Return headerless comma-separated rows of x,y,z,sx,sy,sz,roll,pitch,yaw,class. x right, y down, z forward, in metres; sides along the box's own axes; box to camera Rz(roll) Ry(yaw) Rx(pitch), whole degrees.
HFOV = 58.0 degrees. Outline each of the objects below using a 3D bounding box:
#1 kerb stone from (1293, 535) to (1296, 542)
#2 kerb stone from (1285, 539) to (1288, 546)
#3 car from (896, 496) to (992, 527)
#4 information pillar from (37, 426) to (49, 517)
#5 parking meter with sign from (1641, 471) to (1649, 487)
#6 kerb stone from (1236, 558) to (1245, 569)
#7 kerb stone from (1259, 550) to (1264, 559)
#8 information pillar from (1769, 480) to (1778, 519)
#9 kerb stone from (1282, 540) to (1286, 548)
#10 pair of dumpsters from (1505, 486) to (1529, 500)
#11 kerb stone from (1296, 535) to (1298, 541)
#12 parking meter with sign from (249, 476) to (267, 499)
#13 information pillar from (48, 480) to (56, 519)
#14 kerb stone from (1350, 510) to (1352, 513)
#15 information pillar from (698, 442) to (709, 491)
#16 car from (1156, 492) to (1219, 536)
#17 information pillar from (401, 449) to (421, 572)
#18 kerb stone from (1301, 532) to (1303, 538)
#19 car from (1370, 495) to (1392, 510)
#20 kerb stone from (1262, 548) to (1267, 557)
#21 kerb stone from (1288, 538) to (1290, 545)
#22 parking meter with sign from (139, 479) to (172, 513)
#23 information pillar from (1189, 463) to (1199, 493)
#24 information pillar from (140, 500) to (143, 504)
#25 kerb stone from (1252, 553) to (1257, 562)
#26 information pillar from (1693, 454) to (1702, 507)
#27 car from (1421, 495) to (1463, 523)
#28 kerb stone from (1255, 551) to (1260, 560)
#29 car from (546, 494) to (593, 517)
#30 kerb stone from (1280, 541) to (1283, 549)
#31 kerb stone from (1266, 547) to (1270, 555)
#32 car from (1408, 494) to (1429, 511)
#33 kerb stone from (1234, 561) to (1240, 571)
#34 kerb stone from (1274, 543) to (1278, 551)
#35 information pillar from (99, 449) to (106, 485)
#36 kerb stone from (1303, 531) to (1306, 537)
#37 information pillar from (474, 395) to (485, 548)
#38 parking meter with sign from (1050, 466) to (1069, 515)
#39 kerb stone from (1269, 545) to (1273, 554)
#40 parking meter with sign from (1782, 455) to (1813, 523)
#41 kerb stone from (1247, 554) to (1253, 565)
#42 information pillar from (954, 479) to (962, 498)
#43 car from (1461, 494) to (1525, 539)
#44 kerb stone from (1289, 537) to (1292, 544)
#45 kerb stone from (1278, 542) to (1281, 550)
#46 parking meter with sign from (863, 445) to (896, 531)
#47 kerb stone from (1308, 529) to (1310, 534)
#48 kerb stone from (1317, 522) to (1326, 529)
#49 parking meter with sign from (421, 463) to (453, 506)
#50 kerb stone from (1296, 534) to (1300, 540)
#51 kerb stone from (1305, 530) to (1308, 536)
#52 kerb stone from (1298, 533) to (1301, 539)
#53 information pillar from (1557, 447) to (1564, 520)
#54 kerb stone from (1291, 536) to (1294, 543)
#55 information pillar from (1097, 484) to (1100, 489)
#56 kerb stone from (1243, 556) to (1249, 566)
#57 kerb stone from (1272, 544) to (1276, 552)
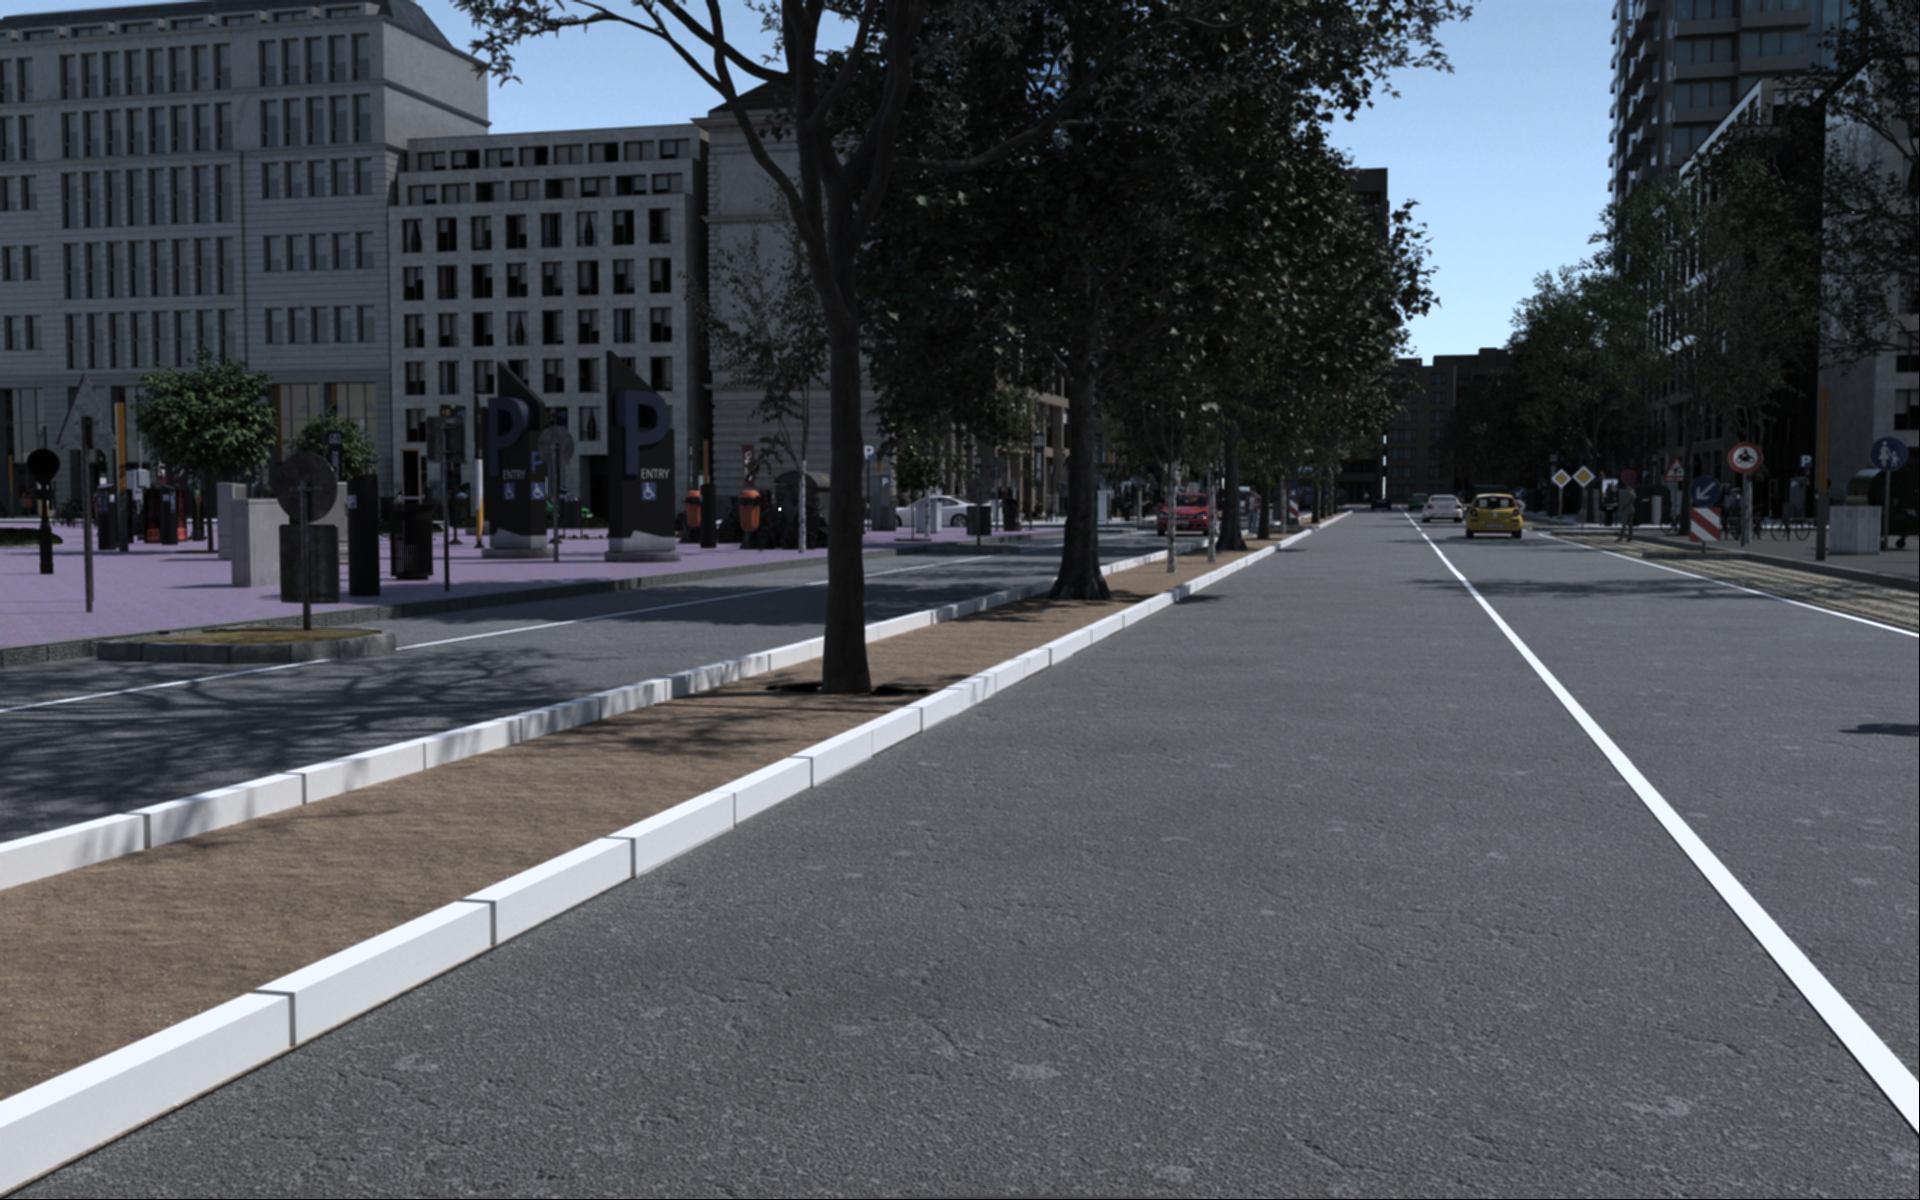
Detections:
9.687,-1.747,50.754,0.120,0.150,1.000,1,4,14,kerb stone
8.703,-1.503,46.771,0.120,0.150,1.000,1,4,14,kerb stone
-1.080,-3.539,70.223,4.827,1.381,2.083,1,4,14,car
-31.458,-4.163,59.418,0.504,3.616,0.183,2,4,32,information pillar
50.475,-8.047,127.823,0.543,3.016,1.738,2,4,27,parking meter with sign
5.251,-0.651,32.839,0.120,0.150,1.000,1,4,14,kerb stone
6.483,-0.950,37.807,0.120,0.150,1.000,1,4,14,kerb stone
41.784,-5.167,88.971,0.304,2.012,0.304,3,5,41,information pillar
8.453,-1.442,45.778,0.120,0.150,1.000,1,4,14,kerb stone
43.928,-8.205,136.638,1.574,2.255,4.437,1,4,14,pair of dumpsters
9.931,-1.807,51.758,0.120,0.150,1.000,1,4,14,kerb stone
-29.195,-4.643,72.177,0.543,3.016,1.738,0,4,4,parking meter with sign
-46.795,-5.182,89.221,0.304,2.012,0.304,0,4,-1,information pillar
27.312,-6.100,121.924,0.120,0.150,1.000,1,4,14,kerb stone
-11.398,-5.249,77.168,0.504,3.616,0.183,-1,4,-21,information pillar
7.919,-3.120,60.046,2.155,1.783,4.494,1,4,14,car
-8.941,-1.453,28.249,0.304,2.012,0.304,-1,4,-16,information pillar
10.672,-1.991,54.747,0.120,0.150,1.000,1,4,14,kerb stone
37.460,-8.654,154.070,1.945,1.354,3.894,1,4,13,car
6.728,-1.016,38.815,0.120,0.150,1.000,1,4,14,kerb stone
8.951,-1.564,47.768,0.120,0.150,1.000,1,4,14,kerb stone
-42.166,-5.784,90.827,1.738,3.016,0.543,0,4,-1,parking meter with sign
17.688,-8.481,130.020,0.504,3.616,0.183,0,4,1,information pillar
-34.041,-4.150,72.343,0.304,2.012,0.304,-3,4,-37,information pillar
5.992,-0.831,35.821,0.120,0.150,1.000,1,4,14,kerb stone
42.725,-6.670,100.406,0.504,3.616,0.183,-1,4,-14,information pillar
24.449,-4.615,87.824,2.083,1.381,4.827,1,4,13,car
6.232,-0.894,36.815,0.120,0.150,1.000,1,4,14,kerb stone
-18.112,-4.019,74.503,4.718,1.807,1.959,1,4,13,car
8.208,-1.376,44.786,0.120,0.150,1.000,1,4,14,kerb stone
6.980,-1.077,39.809,0.120,0.150,1.000,1,4,14,kerb stone
38.894,-8.424,146.525,1.959,1.807,4.718,1,4,13,car
5.000,-0.584,31.837,0.120,0.150,1.000,1,4,14,kerb stone
7.712,-1.258,42.795,0.120,0.150,1.000,1,4,14,kerb stone
-43.492,-5.901,87.841,0.183,3.616,0.504,1,4,10,information pillar
11.159,-2.110,56.738,0.120,0.150,1.000,1,4,14,kerb stone
-11.457,-3.051,41.243,0.183,3.616,0.504,0,4,-5,information pillar
6.476,-6.770,106.947,1.738,3.016,0.543,-1,4,-18,parking meter with sign
7.227,-1.138,40.800,0.120,0.150,1.000,1,4,14,kerb stone
37.021,-4.915,76.620,1.738,3.016,0.543,-3,4,-39,parking meter with sign
5.749,-0.772,34.825,0.120,0.150,1.000,1,4,14,kerb stone
-0.098,-4.903,84.649,0.304,2.012,0.304,1,4,22,information pillar
17.519,-2.855,56.906,2.015,1.641,3.980,1,4,15,car
9.197,-1.621,48.760,0.120,0.150,1.000,1,4,14,kerb stone
7.952,-1.321,43.788,0.120,0.150,1.000,1,4,14,kerb stone
-2.797,-3.933,60.559,0.543,3.016,1.738,-2,4,-33,parking meter with sign
11.900,-2.291,59.713,0.120,0.150,1.000,1,4,14,kerb stone
15.479,-3.178,74.154,0.120,0.150,1.000,1,4,14,kerb stone
-26.592,-5.613,88.036,1.738,3.016,0.543,0,4,6,parking meter with sign
10.177,-1.868,52.750,0.120,0.150,1.000,1,4,14,kerb stone
11.414,-2.173,57.727,0.120,0.150,1.000,1,4,14,kerb stone
10.427,-1.928,53.744,0.120,0.150,1.000,1,4,14,kerb stone
30.130,-5.837,86.785,0.183,3.616,0.504,2,4,32,information pillar
9.444,-1.678,49.752,0.120,0.150,1.000,1,4,14,kerb stone
10.123,-7.567,128.215,0.304,2.012,0.304,-1,4,-14,information pillar
5.491,-0.710,33.833,0.120,0.150,1.000,1,4,14,kerb stone
7.461,-1.198,41.795,0.120,0.150,1.000,1,4,14,kerb stone
